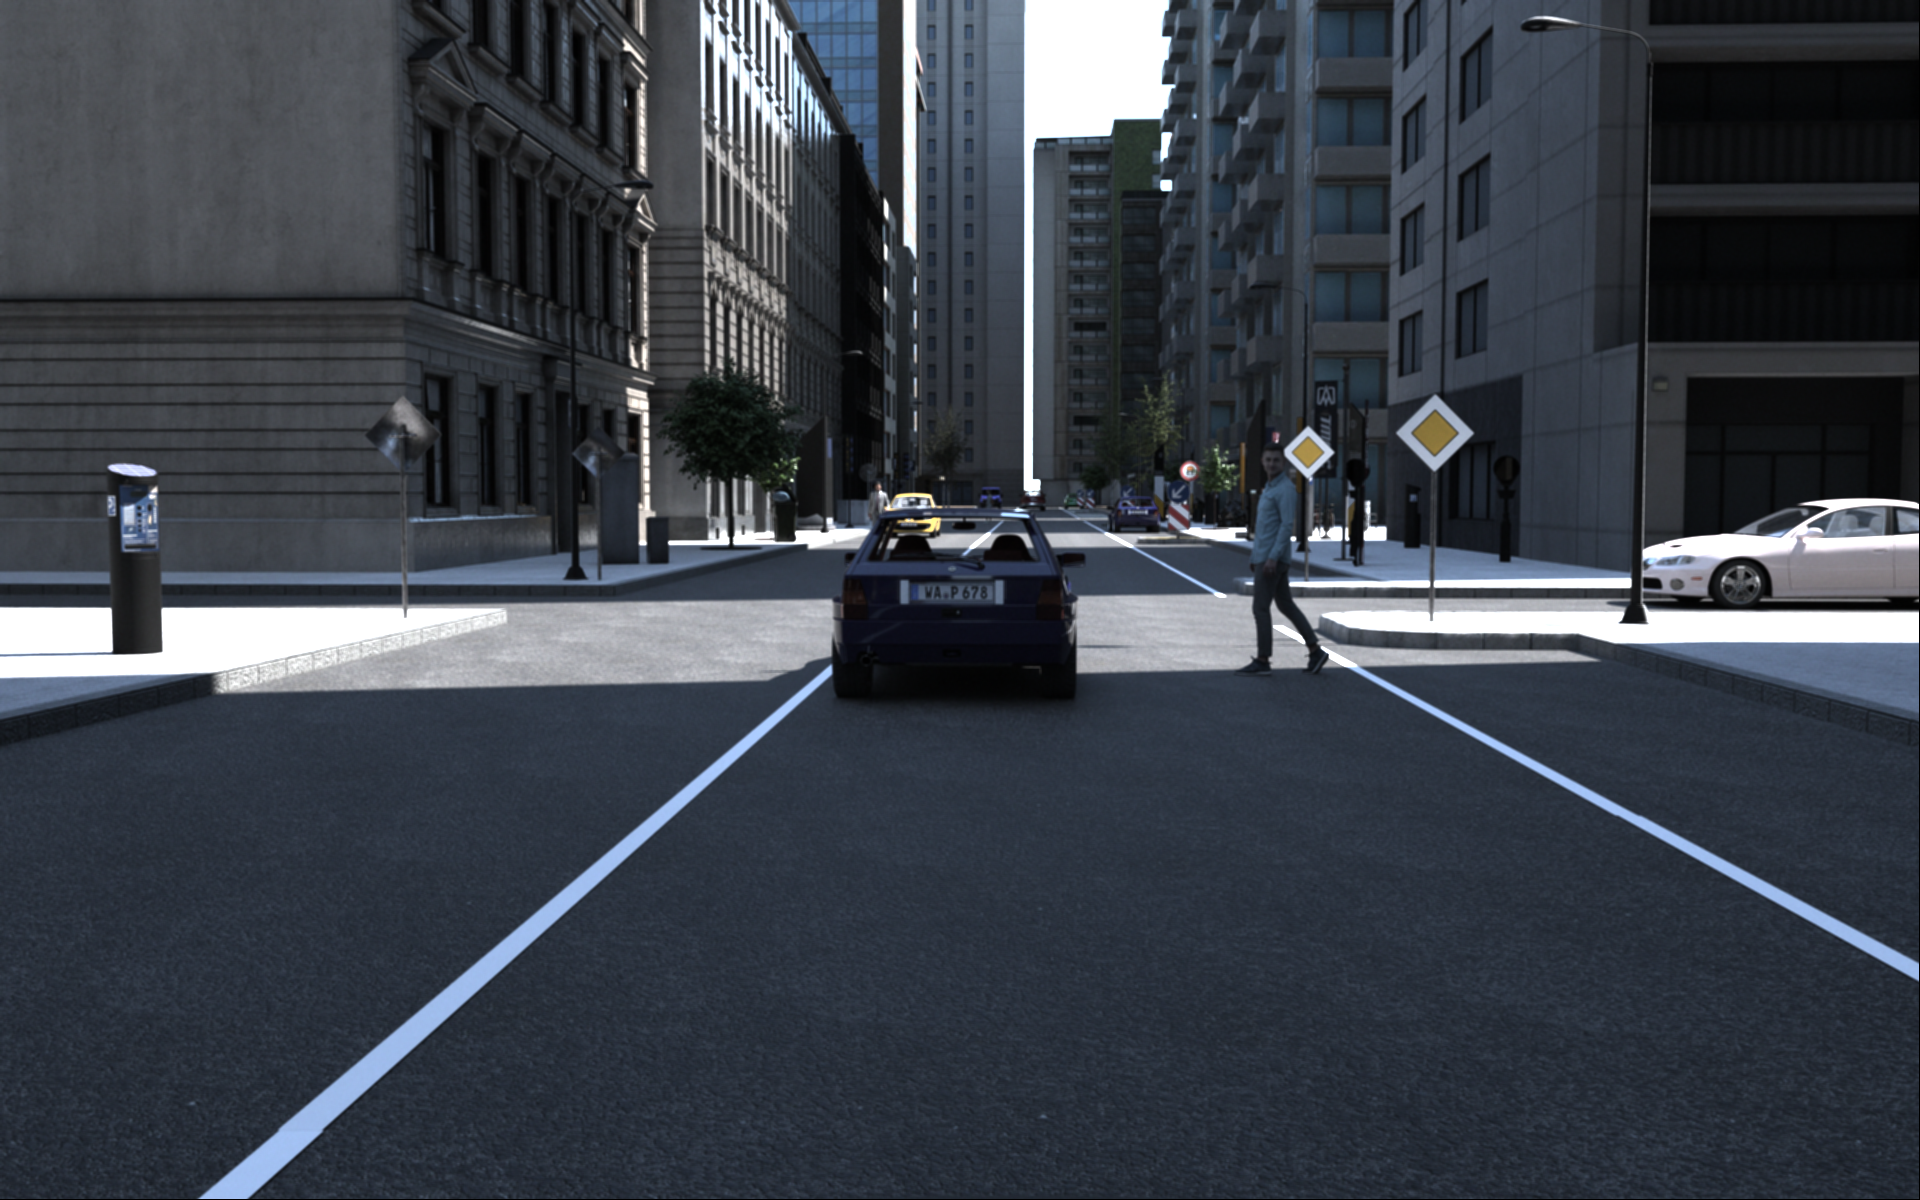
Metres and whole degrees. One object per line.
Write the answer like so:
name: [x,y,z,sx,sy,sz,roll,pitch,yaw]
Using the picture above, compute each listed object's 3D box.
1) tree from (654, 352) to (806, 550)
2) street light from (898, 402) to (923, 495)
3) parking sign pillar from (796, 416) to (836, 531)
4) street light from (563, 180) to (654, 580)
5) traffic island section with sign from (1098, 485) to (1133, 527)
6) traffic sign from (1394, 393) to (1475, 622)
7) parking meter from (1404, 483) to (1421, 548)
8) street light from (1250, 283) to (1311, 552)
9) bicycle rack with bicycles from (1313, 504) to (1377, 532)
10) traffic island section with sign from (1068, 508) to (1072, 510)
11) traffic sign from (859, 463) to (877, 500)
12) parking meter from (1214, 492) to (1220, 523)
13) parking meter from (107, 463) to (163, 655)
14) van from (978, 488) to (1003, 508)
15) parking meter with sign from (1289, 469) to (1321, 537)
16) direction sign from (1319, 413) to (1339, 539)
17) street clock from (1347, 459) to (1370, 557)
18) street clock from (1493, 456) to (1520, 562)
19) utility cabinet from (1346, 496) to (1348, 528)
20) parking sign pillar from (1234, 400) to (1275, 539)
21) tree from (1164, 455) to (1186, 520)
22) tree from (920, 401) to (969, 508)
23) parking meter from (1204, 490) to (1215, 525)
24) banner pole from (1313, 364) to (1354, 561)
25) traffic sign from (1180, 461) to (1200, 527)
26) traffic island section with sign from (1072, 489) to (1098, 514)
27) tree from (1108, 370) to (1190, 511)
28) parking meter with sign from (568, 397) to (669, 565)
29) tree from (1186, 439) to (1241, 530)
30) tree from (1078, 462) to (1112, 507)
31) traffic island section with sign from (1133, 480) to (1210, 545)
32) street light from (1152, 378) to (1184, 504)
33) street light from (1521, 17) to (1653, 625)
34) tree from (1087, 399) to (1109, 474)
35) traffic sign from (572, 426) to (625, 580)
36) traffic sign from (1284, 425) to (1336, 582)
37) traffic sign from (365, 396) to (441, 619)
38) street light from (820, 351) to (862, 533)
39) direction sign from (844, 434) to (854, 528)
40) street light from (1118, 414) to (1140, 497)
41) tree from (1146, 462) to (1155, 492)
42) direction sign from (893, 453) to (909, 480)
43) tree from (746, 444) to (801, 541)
tree: [-5.414,-3.465,40.362,4.285,4.588,4.351,0,3,0]
street light: [-2.541,-7.008,87.118,1.470,5.913,1.316,0,4,2]
parking sign pillar: [-5.065,-4.400,60.414,1.447,3.967,1.447,3,4,36]
street light: [-5.232,-3.258,25.802,1.470,5.913,1.316,0,4,2]
traffic island section with sign: [7.310,-4.188,77.105,1.989,1.847,2.006,0,4,2]
traffic sign: [4.725,-0.836,17.308,0.795,2.450,0.064,0,4,2]
parking meter: [10.778,-2.008,41.236,0.372,1.533,0.369,0,3,0]
street light: [7.081,-4.022,38.306,1.470,5.913,1.316,0,4,2]
bicycle rack with bicycles: [13.119,-2.833,59.696,2.852,0.926,2.925,2,4,26]
traffic island section with sign: [10.604,-8.918,154.435,1.989,1.847,2.006,0,4,2]
traffic sign: [-3.830,-4.401,72.069,0.768,2.556,0.104,0,4,7]
parking meter: [11.259,-4.160,76.424,0.372,1.533,0.369,0,3,0]
parking meter: [-6.638,-0.338,13.937,0.372,1.533,0.369,0,3,0]
van: [2.854,-9.465,159.131,2.240,2.365,5.245,0,4,2]
parking meter with sign: [10.271,-3.411,52.037,0.543,3.016,1.738,-2,4,-29]
direction sign: [10.381,-3.486,48.999,0.379,3.537,0.876,-2,4,-30]
street clock: [8.130,-1.892,35.509,0.471,2.002,0.358,3,5,41]
street clock: [10.311,-1.721,32.705,0.471,2.002,0.358,1,4,22]
utility cabinet: [15.038,-3.393,66.631,0.306,1.237,1.020,2,4,25]
parking sign pillar: [8.707,-3.778,50.239,1.447,3.967,1.447,-1,4,-8]
tree: [10.715,-5.524,84.923,1.663,3.219,1.824,0,3,0]
tree: [-1.286,-11.394,136.647,4.360,8.622,3.978,0,3,0]
parking meter: [10.463,-4.095,72.667,0.399,1.863,0.255,-3,4,-37]
banner pole: [7.235,-2.664,33.568,0.863,3.779,0.401,2,4,32]
traffic sign: [8.851,-4.072,66.676,0.768,2.556,0.104,0,4,5]
traffic island section with sign: [9.463,-7.271,127.504,1.989,1.847,2.006,0,4,2]
tree: [11.660,-9.354,103.292,4.737,8.622,4.395,0,3,0]
parking meter with sign: [-6.240,-2.168,31.713,1.738,3.016,0.543,-1,4,-22]
tree: [9.047,-4.077,61.267,1.663,3.219,1.824,0,3,0]
tree: [13.334,-11.489,171.553,4.285,4.588,4.351,0,3,0]
traffic island section with sign: [6.161,-2.541,50.174,1.989,1.847,2.006,0,4,2]
street light: [8.394,-5.929,69.479,1.470,5.913,1.316,0,4,2]
street light: [6.163,-2.721,17.026,1.470,5.913,1.316,0,4,2]
tree: [11.747,-11.187,133.274,4.737,8.622,4.395,0,3,0]
traffic sign: [-5.368,-1.352,25.750,0.795,2.450,0.064,0,4,2]
traffic sign: [5.066,-1.324,25.285,0.795,2.450,0.064,0,4,2]
traffic sign: [-5.709,-0.864,17.772,0.795,2.450,0.064,0,4,2]
street light: [-3.877,-5.133,56.459,1.470,5.913,1.316,0,4,2]
direction sign: [-4.228,-4.534,66.125,0.379,3.537,0.876,1,4,15]
street light: [9.798,-7.804,100.134,1.470,5.913,1.316,0,4,2]
tree: [10.504,-5.833,89.968,1.663,3.219,1.824,0,3,0]
direction sign: [-3.216,-6.307,95.119,0.876,3.537,0.379,-1,4,-11]
tree: [-5.132,-3.267,48.018,1.663,3.219,1.824,0,3,0]
